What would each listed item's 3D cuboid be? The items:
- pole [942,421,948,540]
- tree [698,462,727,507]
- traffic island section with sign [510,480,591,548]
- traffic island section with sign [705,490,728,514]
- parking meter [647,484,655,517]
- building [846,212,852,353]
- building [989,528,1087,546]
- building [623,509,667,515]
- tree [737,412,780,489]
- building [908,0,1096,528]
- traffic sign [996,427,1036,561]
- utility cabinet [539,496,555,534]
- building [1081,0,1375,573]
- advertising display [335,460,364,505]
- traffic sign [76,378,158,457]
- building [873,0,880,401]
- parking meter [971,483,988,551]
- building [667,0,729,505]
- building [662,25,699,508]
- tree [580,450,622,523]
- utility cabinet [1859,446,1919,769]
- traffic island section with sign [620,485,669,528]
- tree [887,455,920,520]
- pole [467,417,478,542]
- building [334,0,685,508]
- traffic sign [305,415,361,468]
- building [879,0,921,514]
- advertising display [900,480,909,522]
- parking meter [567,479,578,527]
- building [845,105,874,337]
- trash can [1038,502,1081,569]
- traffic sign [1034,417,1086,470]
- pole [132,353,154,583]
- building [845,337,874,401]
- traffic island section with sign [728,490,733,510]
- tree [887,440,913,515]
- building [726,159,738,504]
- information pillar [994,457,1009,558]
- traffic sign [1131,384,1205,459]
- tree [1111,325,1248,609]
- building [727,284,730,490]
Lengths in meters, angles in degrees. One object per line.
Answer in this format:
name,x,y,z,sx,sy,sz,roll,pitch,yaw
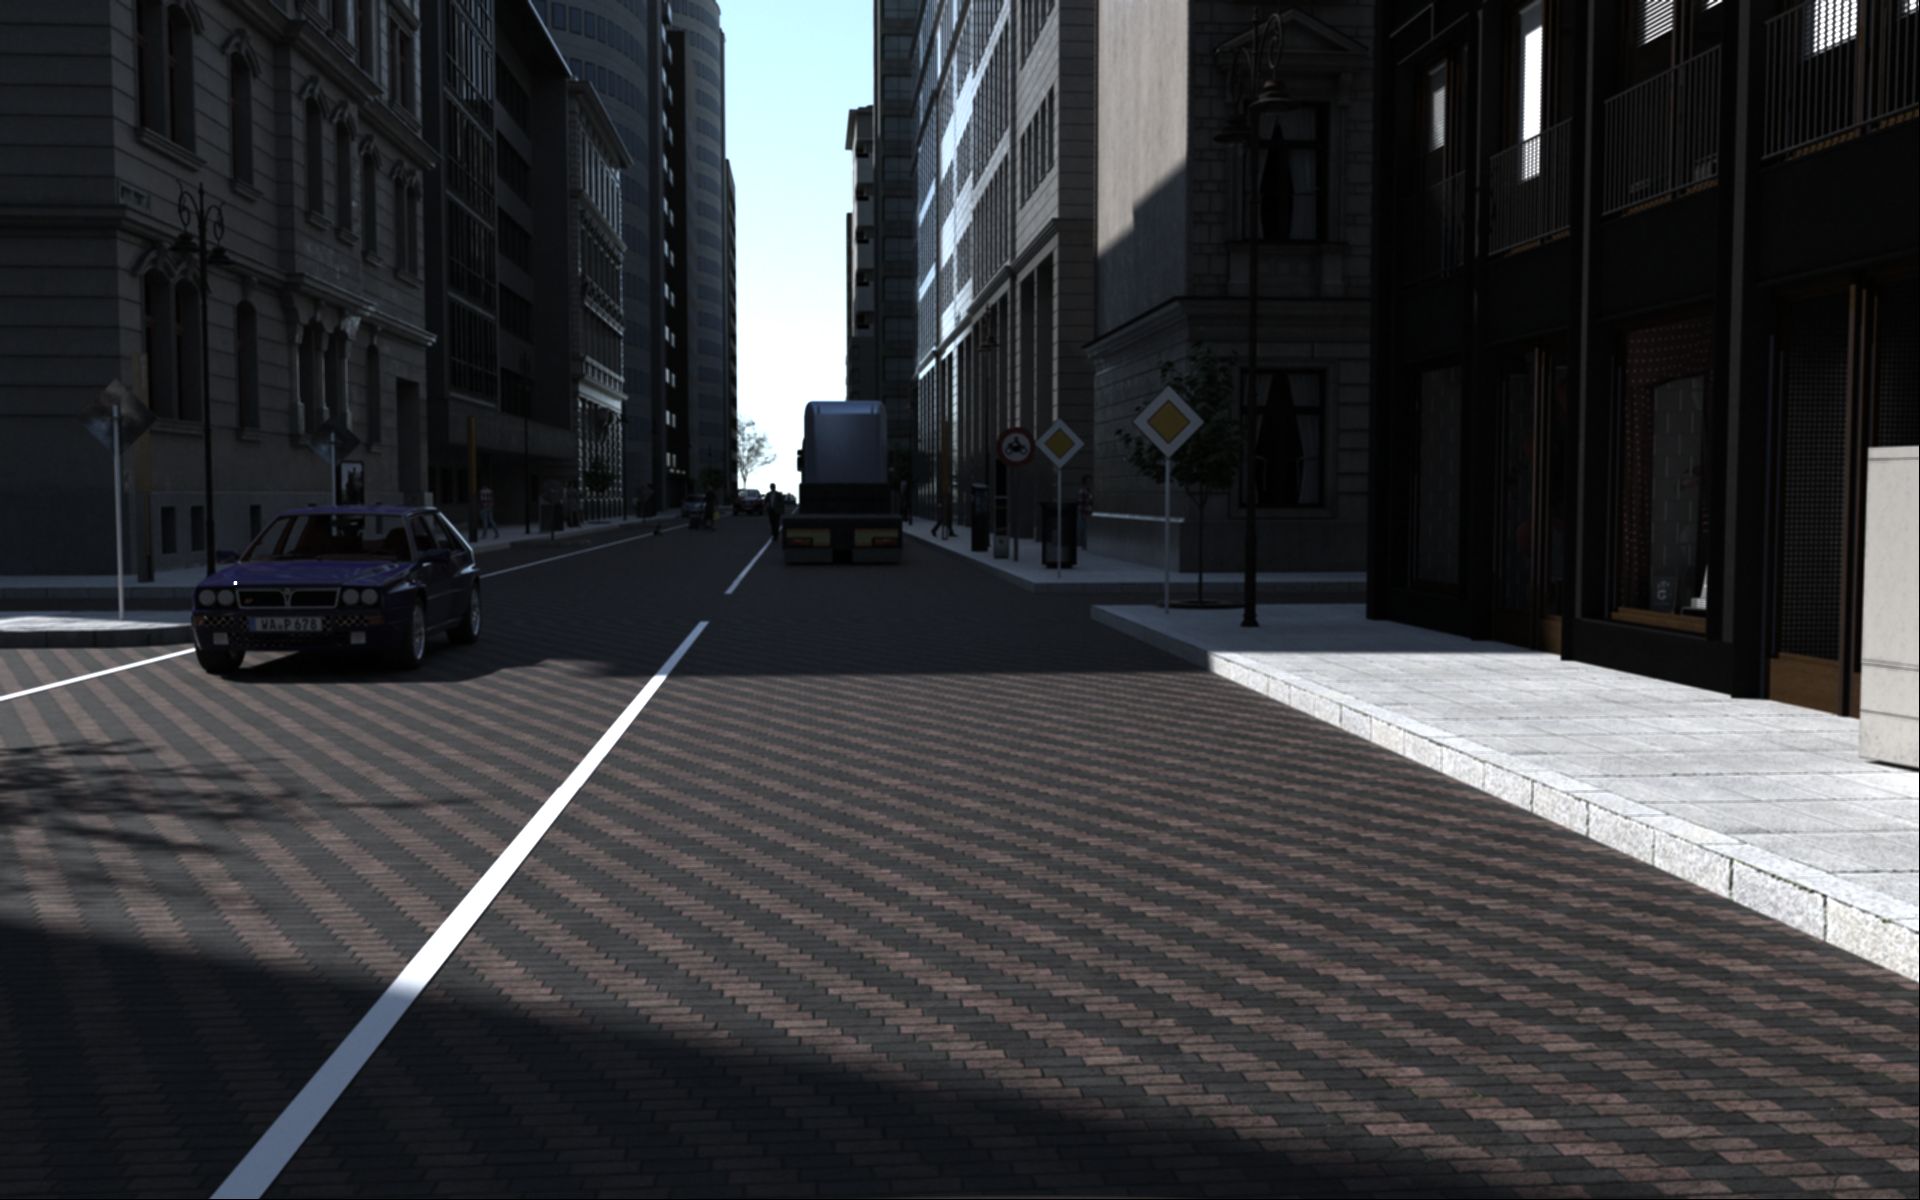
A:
pole,-0.422,-3.350,48.624,0.158,3.312,0.155,0,3,0
tree,-25.451,-11.814,176.873,4.285,4.588,4.351,0,3,0
traffic island section with sign,-11.175,-2.375,47.458,1.989,1.847,2.006,0,4,-5
traffic island section with sign,-17.886,-7.065,124.145,1.989,1.847,2.006,0,4,-5
parking meter,-17.361,-5.604,97.338,0.255,1.863,0.399,2,4,35
building,-9.660,-34.865,253.644,14.154,41.232,14.086,0,4,-5
building,6.457,-17.072,56.613,11.434,29.767,29.804,0,4,-5
building,-31.099,-34.898,112.579,21.231,58.520,28.212,0,4,-5
tree,-32.053,-21.229,257.465,12.009,13.543,11.850,0,3,0
building,3.858,-18.884,86.248,11.434,29.767,29.804,0,4,-5
traffic sign,1.070,-2.012,33.000,0.768,2.556,0.104,0,4,4
utility cabinet,-13.424,-2.762,56.324,0.306,1.237,1.020,0,4,0
building,12.195,-10.303,33.082,19.286,19.102,10.561,0,4,-5
advertising display,-11.729,-1.719,33.315,0.123,1.923,0.974,0,4,6
traffic sign,-8.521,-0.938,17.523,0.795,2.593,0.064,0,4,-5
building,3.595,-36.447,137.911,21.231,58.520,28.212,0,4,-5
parking meter,0.443,-1.861,38.830,0.372,1.533,0.369,0,3,0
building,-37.745,-40.055,196.896,21.231,58.520,28.212,0,4,-5
building,-32.506,-31.495,165.048,14.600,45.320,14.200,0,4,-5
tree,-15.949,-4.980,76.029,1.663,3.219,1.824,0,3,0
utility cabinet,4.626,0.057,7.745,0.318,1.500,1.173,-1,4,-17
traffic island section with sign,-13.530,-4.017,74.310,1.989,1.847,2.006,0,4,-5
tree,-2.727,-5.535,85.103,1.663,3.219,1.824,0,3,0
pole,-12.933,-3.185,45.920,0.158,3.312,0.155,0,3,0
building,-35.325,-31.944,141.891,23.786,49.044,30.456,0,4,-5
traffic sign,-9.218,-1.424,25.478,0.795,2.593,0.064,0,4,-5
building,1.520,-26.512,117.067,14.154,41.232,14.086,0,4,-5
advertising display,-2.575,-4.615,80.674,0.123,1.923,0.974,-1,4,-19
parking meter,-15.106,-3.783,67.564,0.255,1.863,0.399,2,4,26
building,-0.745,-39.378,233.066,28.713,52.752,27.495,0,4,-5
trash can,1.722,-1.122,29.992,0.748,1.137,0.748,0,3,0
traffic sign,1.537,-1.480,26.396,0.795,2.593,0.064,0,4,-5
pole,-11.845,-1.912,25.102,0.158,3.312,0.155,0,3,0
building,0.565,-22.059,205.695,27.650,21.520,28.899,0,4,-5
traffic island section with sign,-20.326,-8.769,151.997,1.989,1.847,2.006,0,4,-5
tree,-3.838,-7.485,106.094,4.285,4.588,4.351,0,3,0
building,-41.711,-37.510,236.995,21.300,48.544,21.600,0,4,-5
information pillar,0.828,-1.841,34.597,0.304,2.012,0.304,0,4,4
traffic sign,2.234,-0.994,18.442,0.795,2.593,0.064,0,4,-5
tree,2.832,-1.541,19.796,1.663,3.219,1.824,0,3,0
building,-36.609,-27.361,219.052,14.160,30.474,14.107,0,4,-5
